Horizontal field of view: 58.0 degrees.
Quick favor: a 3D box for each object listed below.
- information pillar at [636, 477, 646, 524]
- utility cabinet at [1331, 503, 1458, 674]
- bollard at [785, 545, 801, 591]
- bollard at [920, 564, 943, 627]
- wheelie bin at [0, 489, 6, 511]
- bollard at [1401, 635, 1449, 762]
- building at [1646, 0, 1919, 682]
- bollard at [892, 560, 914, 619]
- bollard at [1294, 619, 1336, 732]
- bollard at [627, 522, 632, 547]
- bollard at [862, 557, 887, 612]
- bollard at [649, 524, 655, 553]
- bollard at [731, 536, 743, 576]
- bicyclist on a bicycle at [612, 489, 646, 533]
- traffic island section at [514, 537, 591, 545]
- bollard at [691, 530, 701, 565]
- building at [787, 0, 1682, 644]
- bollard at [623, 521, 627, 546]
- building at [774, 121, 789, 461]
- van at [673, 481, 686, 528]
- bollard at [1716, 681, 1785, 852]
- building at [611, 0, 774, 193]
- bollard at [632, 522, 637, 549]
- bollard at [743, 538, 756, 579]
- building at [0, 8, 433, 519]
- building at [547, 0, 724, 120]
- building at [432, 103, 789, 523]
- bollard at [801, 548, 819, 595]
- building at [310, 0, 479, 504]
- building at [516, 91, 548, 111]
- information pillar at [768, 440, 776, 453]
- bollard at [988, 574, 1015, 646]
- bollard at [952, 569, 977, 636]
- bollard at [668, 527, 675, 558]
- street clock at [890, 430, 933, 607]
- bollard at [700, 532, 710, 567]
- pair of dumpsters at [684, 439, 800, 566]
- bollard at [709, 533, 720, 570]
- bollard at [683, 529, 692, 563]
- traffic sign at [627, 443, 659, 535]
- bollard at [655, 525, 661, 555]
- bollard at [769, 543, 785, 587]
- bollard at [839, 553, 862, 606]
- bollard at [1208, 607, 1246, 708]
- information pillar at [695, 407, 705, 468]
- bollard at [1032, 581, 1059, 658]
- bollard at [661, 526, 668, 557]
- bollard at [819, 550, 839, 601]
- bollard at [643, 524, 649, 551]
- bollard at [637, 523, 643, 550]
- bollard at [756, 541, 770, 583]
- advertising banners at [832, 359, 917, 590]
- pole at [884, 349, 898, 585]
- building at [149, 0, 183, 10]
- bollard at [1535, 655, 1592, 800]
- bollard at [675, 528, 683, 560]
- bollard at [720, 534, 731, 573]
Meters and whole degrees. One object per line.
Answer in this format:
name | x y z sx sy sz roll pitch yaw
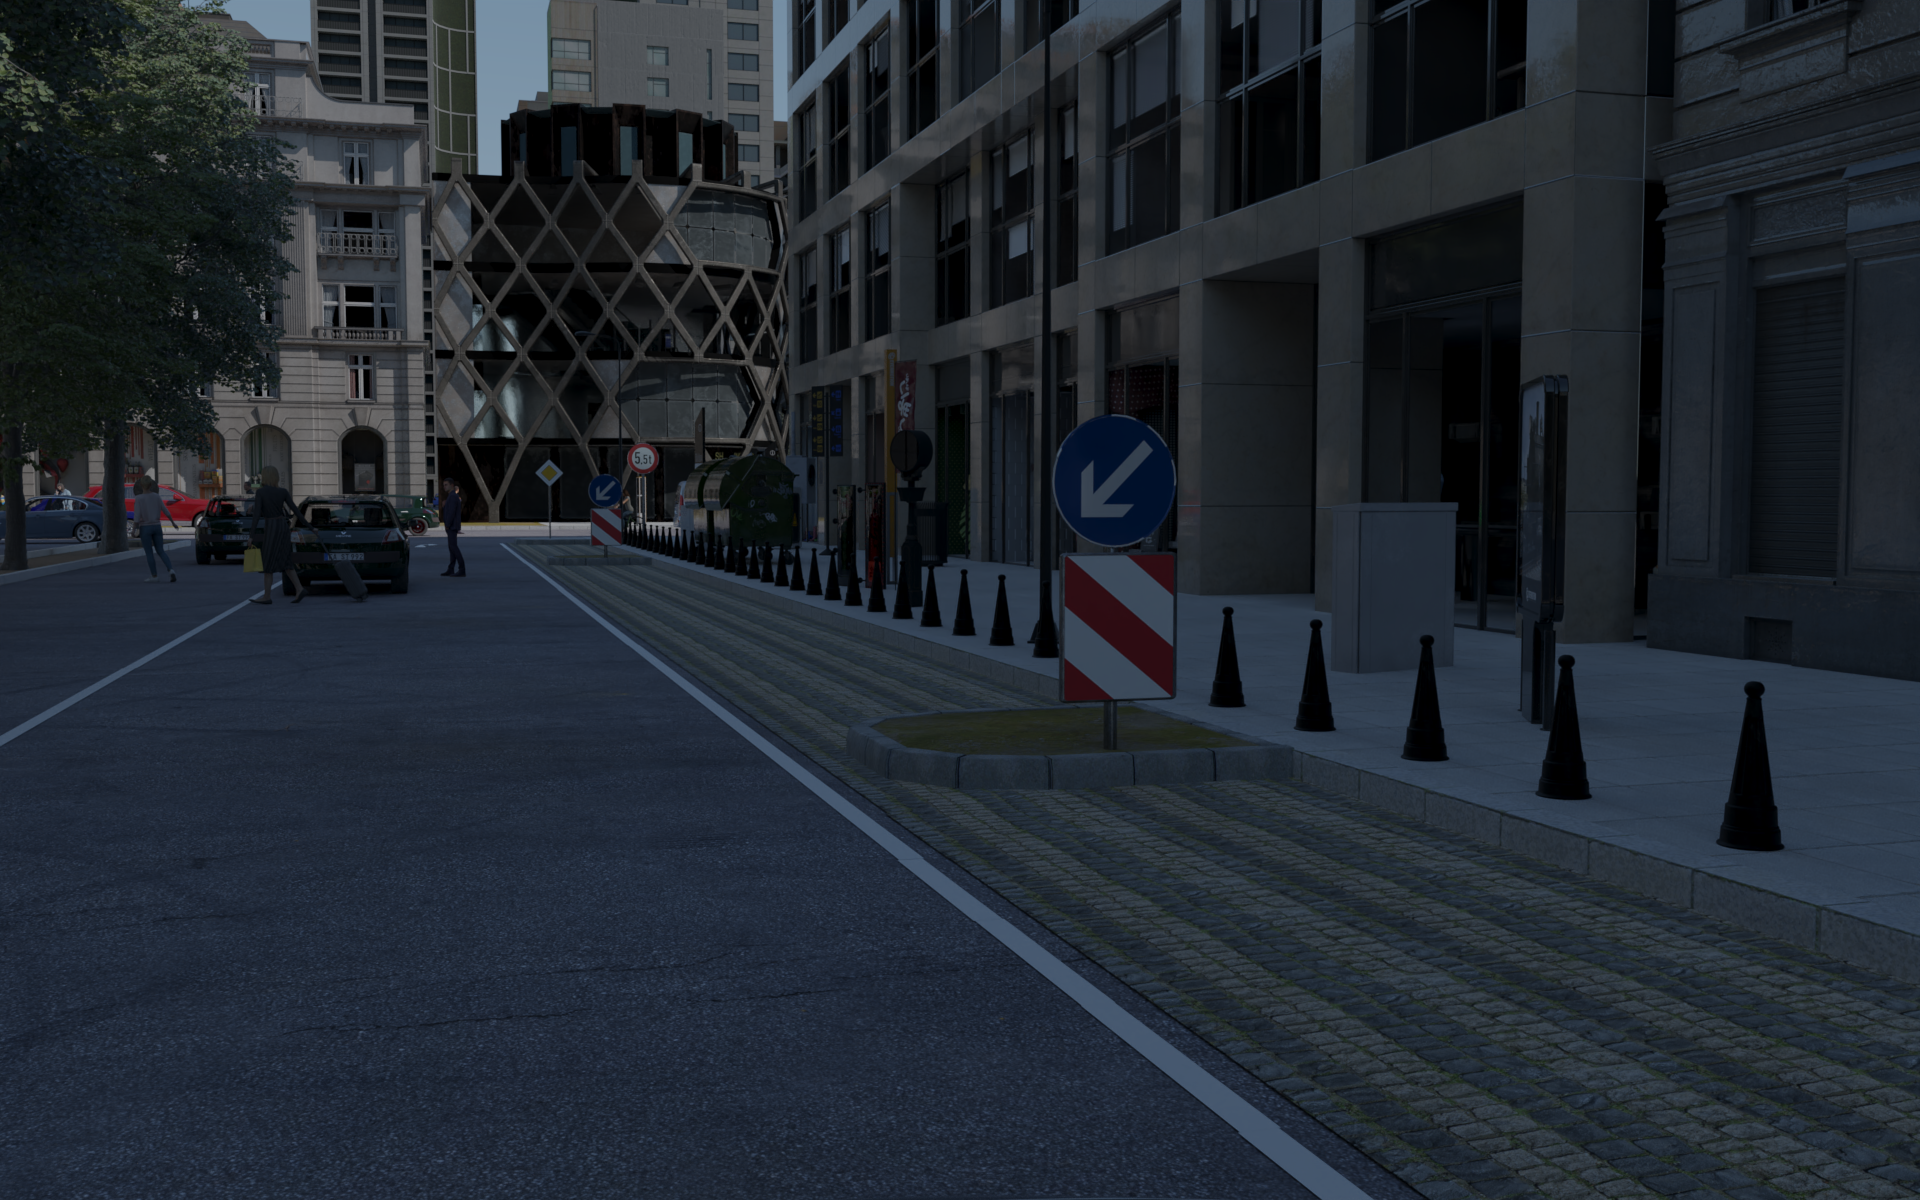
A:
information pillar | -13.662 -4.266 74.237 0.304 2.012 0.304 -2 4 -33
utility cabinet | 3.182 -0.095 12.714 1.020 1.237 0.306 -2 4 -33
bollard | -2.163 -0.428 23.039 0.229 0.601 0.229 0 3 0
bollard | -0.279 -0.045 16.777 0.229 0.601 0.229 0 3 0
wheelie bin | -36.845 -3.611 66.950 0.693 1.594 0.980 -2 4 -27
bollard | 2.257 0.468 8.390 0.229 0.601 0.229 0 3 0
building | 12.789 -9.632 6.642 9.793 20.994 18.267 -1 4 -17
bollard | -0.589 -0.109 17.821 0.229 0.601 0.229 0 3 0
bollard | 1.936 0.404 9.429 0.229 0.601 0.229 0 3 0
bollard | -7.864 -1.582 41.913 0.229 0.601 0.229 0 3 0
bollard | -0.906 -0.173 18.867 0.229 0.601 0.229 0 3 0
bollard | -6.599 -1.326 37.729 0.229 0.601 0.229 0 3 0
bollard | -3.436 -0.685 27.245 0.229 0.601 0.229 0 3 0
bicyclist on a bicycle | -12.222 -3.233 62.877 1.625 1.676 1.499 -1 4 -18
traffic island section | -11.800 -1.693 49.969 2.009 0.180 2.903 -1 4 -17
bollard | -4.695 -0.941 31.429 0.229 0.601 0.229 0 3 0
building | 9.452 -13.975 33.005 19.350 26.468 34.151 -1 4 -17
bollard | -8.172 -1.646 42.956 0.229 0.601 0.229 0 3 0
building | -16.540 -33.758 202.052 14.200 45.320 14.600 -1 4 -17
van | -7.019 -2.935 54.998 4.112 2.044 2.013 -1 4 -15
bollard | 2.886 0.595 6.307 0.229 0.601 0.229 0 3 0
building | -29.725 -44.441 164.865 20.563 71.187 20.611 -1 4 -17
bollard | -7.545 -1.518 40.859 0.229 0.601 0.229 0 3 0
bollard | -3.115 -0.621 26.189 0.229 0.601 0.229 0 3 0
building | -35.737 -14.337 76.203 24.055 21.916 13.314 -1 4 -17
building | -27.966 -28.418 148.225 14.154 41.232 14.086 -1 4 -17
building | -16.689 -13.238 83.894 16.811 18.784 16.820 -1 4 -17
bollard | -1.851 -0.364 21.997 0.229 0.601 0.229 0 3 0
building | -75.285 -48.614 233.083 20.611 71.187 20.563 -1 4 -17
building | -42.537 -33.319 194.874 14.600 45.320 14.200 -1 4 -17
information pillar | -8.200 -5.124 75.125 0.504 3.616 0.183 -1 4 -9
bollard | 0.355 0.083 14.692 0.229 0.601 0.229 0 3 0
bollard | 0.038 0.019 15.737 0.229 0.601 0.229 0 3 0
bollard | -5.647 -1.134 34.580 0.229 0.601 0.229 0 3 0
street clock | -0.551 -0.923 19.653 0.471 2.002 0.358 3 5 42
bollard | -4.383 -0.877 30.387 0.229 0.601 0.229 0 3 0
pair of dumpsters | -4.182 -1.867 33.016 1.574 2.255 4.437 -1 4 -17
bollard | -4.068 -0.813 29.341 0.229 0.601 0.229 0 3 0
bollard | -5.018 -1.006 32.487 0.229 0.601 0.229 0 3 0
traffic sign | -7.914 -2.641 43.289 0.768 2.556 0.104 -1 4 -14
bollard | -6.283 -1.262 36.683 0.229 0.601 0.229 0 3 0
bollard | -2.479 -0.492 24.087 0.229 0.601 0.229 0 3 0
bollard | -1.225 -0.236 19.907 0.229 0.601 0.229 0 3 0
bollard | 1.620 0.340 10.486 0.229 0.601 0.229 0 3 0
information pillar | -7.028 -3.398 46.913 0.183 3.616 0.504 -2 4 -35
bollard | 0.679 0.148 13.621 0.229 0.601 0.229 0 3 0
bollard | -5.968 -1.198 35.632 0.229 0.601 0.229 0 3 0
bollard | -1.538 -0.300 20.949 0.229 0.601 0.229 0 3 0
bollard | -6.913 -1.390 38.772 0.229 0.601 0.229 0 3 0
bollard | -7.233 -1.454 39.817 0.229 0.601 0.229 0 3 0
bollard | -2.795 -0.556 25.128 0.229 0.601 0.229 0 3 0
advertising banners | -1.157 -1.663 23.381 0.090 3.025 2.074 -2 4 -35
pole | -0.978 -1.876 24.521 0.158 3.312 0.155 0 3 0
building | -74.629 -29.672 139.756 22.147 44.769 28.867 -1 4 -17
bollard | 2.567 0.532 7.347 0.229 0.601 0.229 0 3 0
bollard | -5.332 -1.070 33.532 0.229 0.601 0.229 0 3 0
bollard | -3.751 -0.749 28.288 0.229 0.601 0.229 0 3 0
